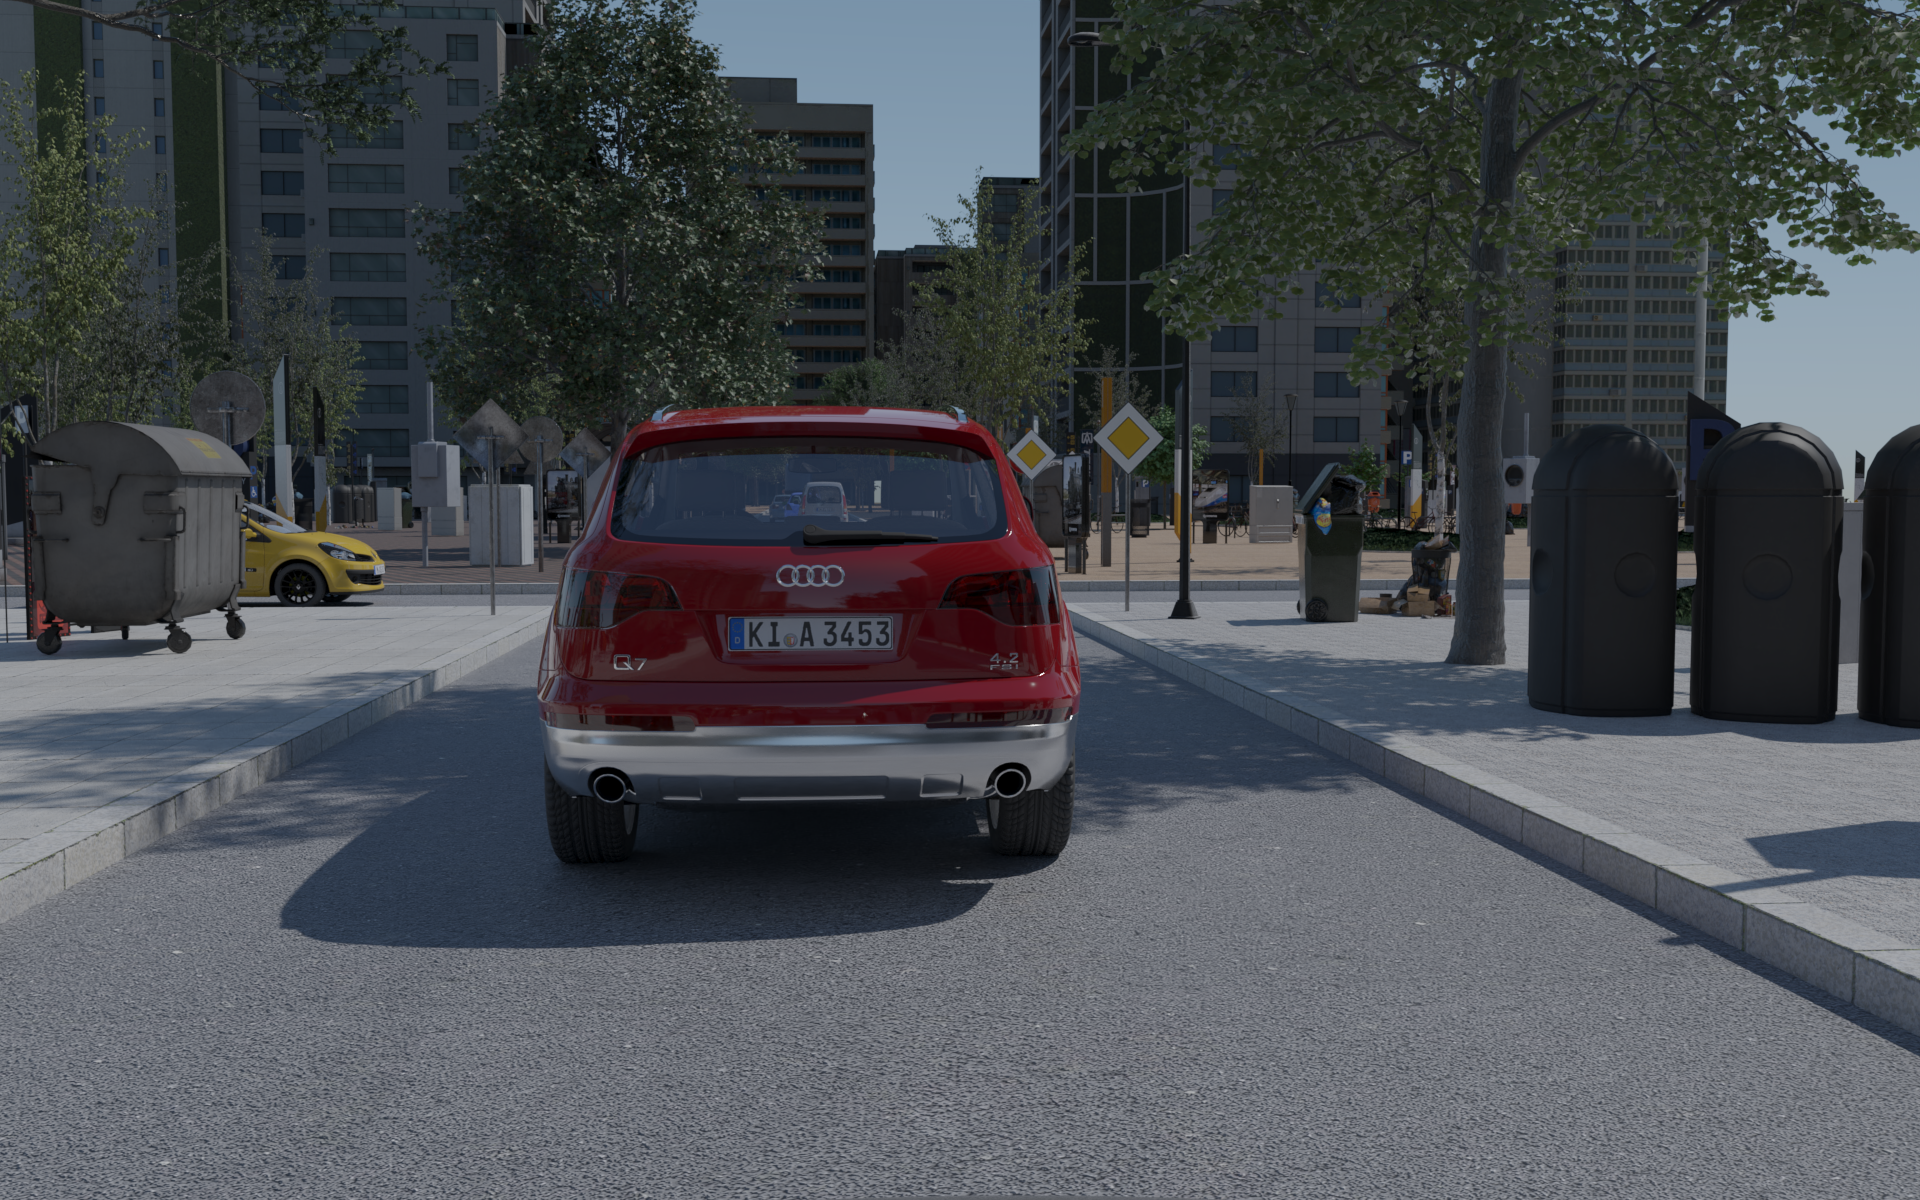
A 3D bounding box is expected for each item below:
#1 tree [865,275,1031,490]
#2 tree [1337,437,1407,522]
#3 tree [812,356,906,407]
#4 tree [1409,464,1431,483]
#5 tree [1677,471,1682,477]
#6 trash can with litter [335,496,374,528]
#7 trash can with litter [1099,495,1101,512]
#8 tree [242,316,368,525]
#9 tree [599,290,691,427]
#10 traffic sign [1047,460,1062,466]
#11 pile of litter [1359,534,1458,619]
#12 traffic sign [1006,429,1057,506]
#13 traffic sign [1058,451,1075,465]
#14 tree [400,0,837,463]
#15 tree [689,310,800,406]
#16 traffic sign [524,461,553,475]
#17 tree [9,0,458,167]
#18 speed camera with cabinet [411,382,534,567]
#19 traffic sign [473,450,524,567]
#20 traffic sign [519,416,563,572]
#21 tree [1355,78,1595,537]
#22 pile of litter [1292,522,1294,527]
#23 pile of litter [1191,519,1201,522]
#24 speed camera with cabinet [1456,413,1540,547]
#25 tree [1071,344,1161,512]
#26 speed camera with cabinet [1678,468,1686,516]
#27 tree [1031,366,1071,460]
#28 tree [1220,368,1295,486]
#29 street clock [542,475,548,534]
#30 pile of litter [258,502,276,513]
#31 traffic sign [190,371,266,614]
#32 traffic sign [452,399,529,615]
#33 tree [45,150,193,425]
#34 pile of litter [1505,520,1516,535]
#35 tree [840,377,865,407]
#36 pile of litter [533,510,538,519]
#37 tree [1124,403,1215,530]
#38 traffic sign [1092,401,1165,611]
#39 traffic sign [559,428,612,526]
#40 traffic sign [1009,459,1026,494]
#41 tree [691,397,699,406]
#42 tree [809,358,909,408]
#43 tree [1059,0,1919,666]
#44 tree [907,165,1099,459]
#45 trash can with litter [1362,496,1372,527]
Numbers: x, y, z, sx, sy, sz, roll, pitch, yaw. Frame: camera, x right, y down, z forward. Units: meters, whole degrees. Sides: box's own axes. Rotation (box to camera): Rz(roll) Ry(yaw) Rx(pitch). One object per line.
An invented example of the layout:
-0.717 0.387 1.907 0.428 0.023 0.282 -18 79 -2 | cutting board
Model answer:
-0.354 -6.627 58.713 4.360 8.622 3.978 0 3 0 | tree
13.739 -3.908 58.500 1.663 3.219 1.824 0 3 0 | tree
-7.532 -12.495 130.050 9.928 11.665 9.643 0 3 0 | tree
20.843 -5.183 79.337 1.663 3.219 1.824 0 3 0 | tree
28.772 -4.436 67.125 1.663 3.219 1.824 0 3 0 | tree
-23.031 -3.331 65.521 1.678 1.210 2.233 1 4 11 | trash can with litter
7.145 -4.773 89.103 1.678 1.210 2.233 0 4 -1 | trash can with litter
-26.084 -7.360 70.699 4.737 8.622 4.395 0 3 0 | tree
-10.377 -6.503 56.685 4.360 8.622 3.978 0 3 0 | tree
2.825 -3.021 51.526 0.606 2.300 0.079 0 4 0 | traffic sign
4.844 -0.280 18.548 1.176 0.858 1.719 0 4 1 | pile of litter
1.102 -1.418 26.831 0.795 2.450 0.064 0 4 -5 | traffic sign
2.992 -2.755 46.227 0.795 2.450 0.064 0 4 -1 | traffic sign
-7.565 -7.417 38.283 9.611 12.733 9.660 0 3 0 | tree
-13.564 -11.596 107.729 7.486 12.596 7.792 0 3 0 | tree
-11.464 -2.893 47.304 0.884 2.594 0.081 0 4 -4 | traffic sign
-6.123 -4.545 8.731 7.601 10.594 8.767 0 4 4 | tree
-8.657 -2.227 30.754 2.038 3.252 0.660 1 4 9 | speed camera with cabinet
-8.053 -1.848 30.218 0.884 2.594 0.081 0 4 -3 | traffic sign
-6.870 -1.726 28.326 0.768 2.556 0.104 0 4 3 | traffic sign
8.718 -4.897 30.424 4.360 8.622 3.978 0 3 0 | tree
10.759 -2.727 58.550 1.176 0.858 1.719 3 4 38 | pile of litter
10.425 -3.971 78.895 1.176 0.858 1.719 0 4 8 | pile of litter
13.267 -2.964 42.798 0.660 3.252 2.038 -3 4 -37 | speed camera with cabinet
7.724 -8.204 84.494 4.360 8.622 3.978 0 3 0 | tree
42.227 -6.425 99.377 0.660 3.252 2.038 -2 4 -26 | speed camera with cabinet
4.538 -9.173 100.340 4.360 8.622 3.978 0 3 0 | tree
17.414 -9.265 101.843 4.360 8.622 3.978 0 3 0 | tree
-13.439 -3.142 55.943 0.358 2.002 0.471 -2 4 -25 | street clock
-36.722 -4.743 91.507 1.176 0.858 1.719 2 4 34 | pile of litter
-7.569 -1.090 17.921 0.768 2.556 0.104 0 4 -3 | traffic sign
-4.943 -0.896 18.285 0.795 2.450 0.064 0 4 -5 | traffic sign
-18.311 -5.365 38.088 4.360 8.622 3.978 0 3 0 | tree
16.762 -2.493 54.719 1.719 0.858 1.176 0 4 0 | pile of litter
-3.232 -7.885 79.282 4.360 8.622 3.978 0 3 0 | tree
-21.940 -4.496 87.475 1.719 0.858 1.176 -2 4 -24 | pile of litter
7.493 -4.819 62.502 4.285 4.588 4.351 0 3 0 | tree
1.825 -0.932 18.878 0.795 2.450 0.064 0 4 -5 | traffic sign
-5.667 -1.382 26.238 0.795 2.450 0.064 0 4 -5 | traffic sign
1.607 -2.643 43.314 0.768 2.556 0.104 0 4 4 | traffic sign
-11.861 -8.508 73.515 7.601 10.594 8.767 -1 4 -9 | tree
-6.263 -11.257 118.465 8.767 10.594 7.601 -2 4 -28 | tree
4.330 -5.800 12.954 7.486 12.596 7.792 0 3 0 | tree
0.928 -5.475 39.877 4.737 8.622 4.395 0 3 0 | tree
13.824 -3.086 61.507 2.233 1.210 1.678 1 4 20 | trash can with litter
